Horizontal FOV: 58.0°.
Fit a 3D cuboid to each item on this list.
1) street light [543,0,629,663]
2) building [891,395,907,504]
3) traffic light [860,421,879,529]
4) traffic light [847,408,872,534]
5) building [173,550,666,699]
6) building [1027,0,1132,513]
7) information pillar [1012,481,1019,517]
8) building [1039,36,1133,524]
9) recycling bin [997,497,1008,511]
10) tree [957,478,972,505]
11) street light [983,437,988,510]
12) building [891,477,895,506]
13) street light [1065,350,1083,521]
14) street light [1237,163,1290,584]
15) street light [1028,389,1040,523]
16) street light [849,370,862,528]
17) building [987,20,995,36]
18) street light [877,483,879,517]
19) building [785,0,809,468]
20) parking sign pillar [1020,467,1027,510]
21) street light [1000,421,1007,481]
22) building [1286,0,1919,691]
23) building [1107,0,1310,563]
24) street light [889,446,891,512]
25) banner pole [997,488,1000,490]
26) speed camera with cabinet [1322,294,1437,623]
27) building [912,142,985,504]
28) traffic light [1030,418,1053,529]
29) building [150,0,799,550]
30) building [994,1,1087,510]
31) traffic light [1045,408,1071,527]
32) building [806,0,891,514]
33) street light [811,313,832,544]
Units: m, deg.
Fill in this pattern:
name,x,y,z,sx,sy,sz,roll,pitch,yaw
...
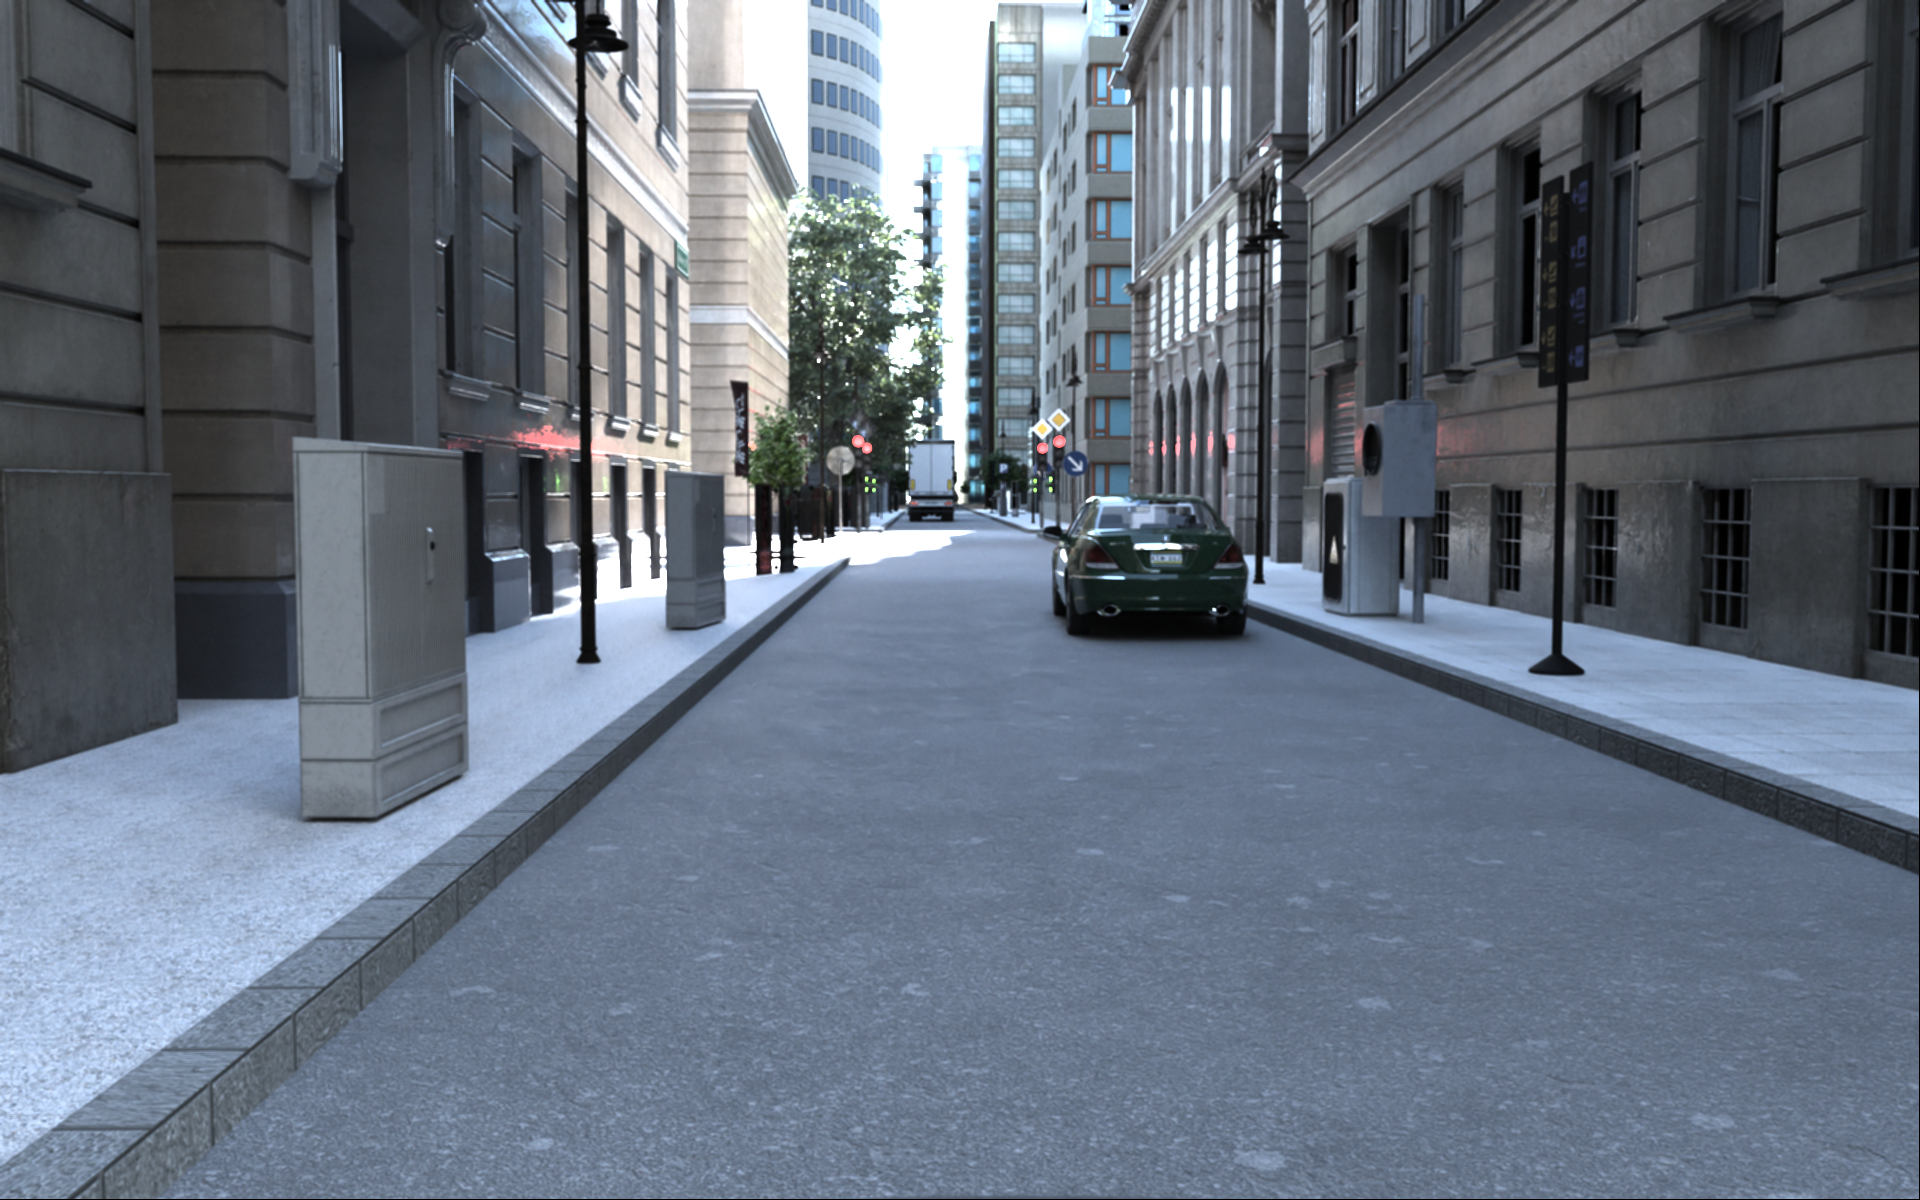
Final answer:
name,x,y,z,sx,sy,sz,roll,pitch,yaw
street light,-2.830,-2.461,13.024,0.468,5.910,1.993,0,4,-1
building,-22.734,-56.257,232.481,31.000,86.520,22.319,0,4,-1
traffic light,-3.429,-4.606,64.236,0.839,4.253,0.868,0,4,-1
traffic light,-3.270,-4.118,56.252,0.839,4.253,0.868,0,4,-1
building,-10.612,-14.289,19.535,13.634,28.700,20.117,0,4,-1
building,16.357,-48.647,108.054,22.319,86.520,31.000,0,4,-1
information pillar,3.123,-5.706,97.777,0.304,2.012,0.304,2,4,28
building,19.012,-14.355,79.743,28.899,21.520,27.650,0,4,-1
recycling bin,3.154,-7.108,128.767,0.722,1.027,0.722,0,4,-6
tree,0.602,-12.990,206.982,1.663,3.219,1.824,0,3,0
street light,2.030,-10.165,138.978,0.468,5.910,1.993,0,4,-1
building,-22.955,-29.830,179.605,32.217,40.220,23.993,0,4,-1
street light,3.676,-5.083,55.892,0.468,5.910,1.993,0,4,-1
street light,4.288,-3.173,24.660,0.468,5.910,1.993,0,4,-1
street light,3.219,-6.316,76.059,0.468,5.910,1.993,0,4,-1
street light,-3.865,-5.608,64.471,0.468,5.910,1.993,0,4,-1
building,9.331,-31.322,162.220,14.600,45.320,14.200,0,4,-1
street light,-4.542,-7.521,95.752,0.468,5.910,1.993,0,4,-1
building,-14.859,-26.559,84.348,14.600,45.320,14.200,0,4,-1
parking sign pillar,5.453,-9.081,136.945,1.447,3.967,1.447,2,4,29
street light,2.654,-8.214,107.078,0.468,5.910,1.993,0,4,-1
building,13.386,-11.103,14.820,16.112,22.955,30.059,0,4,-1
building,11.527,-12.316,43.173,13.314,21.916,24.055,0,4,-1
street light,-5.102,-9.418,126.772,0.468,5.910,1.993,0,4,-1
banner pole,3.204,-8.859,134.865,0.863,3.779,0.401,2,4,30
speed camera with cabinet,4.316,-1.444,17.947,0.660,3.252,2.038,0,4,-4
building,8.783,-37.661,235.370,30.456,49.044,23.786,0,4,-1
traffic light,3.031,-4.615,64.380,0.839,4.253,0.868,0,4,-1
building,-14.908,-16.015,47.745,20.117,28.700,13.634,0,4,-1
building,9.901,-28.419,148.237,14.154,41.232,14.086,0,4,-1
traffic light,3.190,-4.127,56.397,0.839,4.253,0.868,0,4,-1
building,-15.601,-35.296,119.090,21.231,58.520,28.212,0,4,-1
street light,-3.540,-4.383,44.445,0.468,5.910,1.993,0,4,-1
